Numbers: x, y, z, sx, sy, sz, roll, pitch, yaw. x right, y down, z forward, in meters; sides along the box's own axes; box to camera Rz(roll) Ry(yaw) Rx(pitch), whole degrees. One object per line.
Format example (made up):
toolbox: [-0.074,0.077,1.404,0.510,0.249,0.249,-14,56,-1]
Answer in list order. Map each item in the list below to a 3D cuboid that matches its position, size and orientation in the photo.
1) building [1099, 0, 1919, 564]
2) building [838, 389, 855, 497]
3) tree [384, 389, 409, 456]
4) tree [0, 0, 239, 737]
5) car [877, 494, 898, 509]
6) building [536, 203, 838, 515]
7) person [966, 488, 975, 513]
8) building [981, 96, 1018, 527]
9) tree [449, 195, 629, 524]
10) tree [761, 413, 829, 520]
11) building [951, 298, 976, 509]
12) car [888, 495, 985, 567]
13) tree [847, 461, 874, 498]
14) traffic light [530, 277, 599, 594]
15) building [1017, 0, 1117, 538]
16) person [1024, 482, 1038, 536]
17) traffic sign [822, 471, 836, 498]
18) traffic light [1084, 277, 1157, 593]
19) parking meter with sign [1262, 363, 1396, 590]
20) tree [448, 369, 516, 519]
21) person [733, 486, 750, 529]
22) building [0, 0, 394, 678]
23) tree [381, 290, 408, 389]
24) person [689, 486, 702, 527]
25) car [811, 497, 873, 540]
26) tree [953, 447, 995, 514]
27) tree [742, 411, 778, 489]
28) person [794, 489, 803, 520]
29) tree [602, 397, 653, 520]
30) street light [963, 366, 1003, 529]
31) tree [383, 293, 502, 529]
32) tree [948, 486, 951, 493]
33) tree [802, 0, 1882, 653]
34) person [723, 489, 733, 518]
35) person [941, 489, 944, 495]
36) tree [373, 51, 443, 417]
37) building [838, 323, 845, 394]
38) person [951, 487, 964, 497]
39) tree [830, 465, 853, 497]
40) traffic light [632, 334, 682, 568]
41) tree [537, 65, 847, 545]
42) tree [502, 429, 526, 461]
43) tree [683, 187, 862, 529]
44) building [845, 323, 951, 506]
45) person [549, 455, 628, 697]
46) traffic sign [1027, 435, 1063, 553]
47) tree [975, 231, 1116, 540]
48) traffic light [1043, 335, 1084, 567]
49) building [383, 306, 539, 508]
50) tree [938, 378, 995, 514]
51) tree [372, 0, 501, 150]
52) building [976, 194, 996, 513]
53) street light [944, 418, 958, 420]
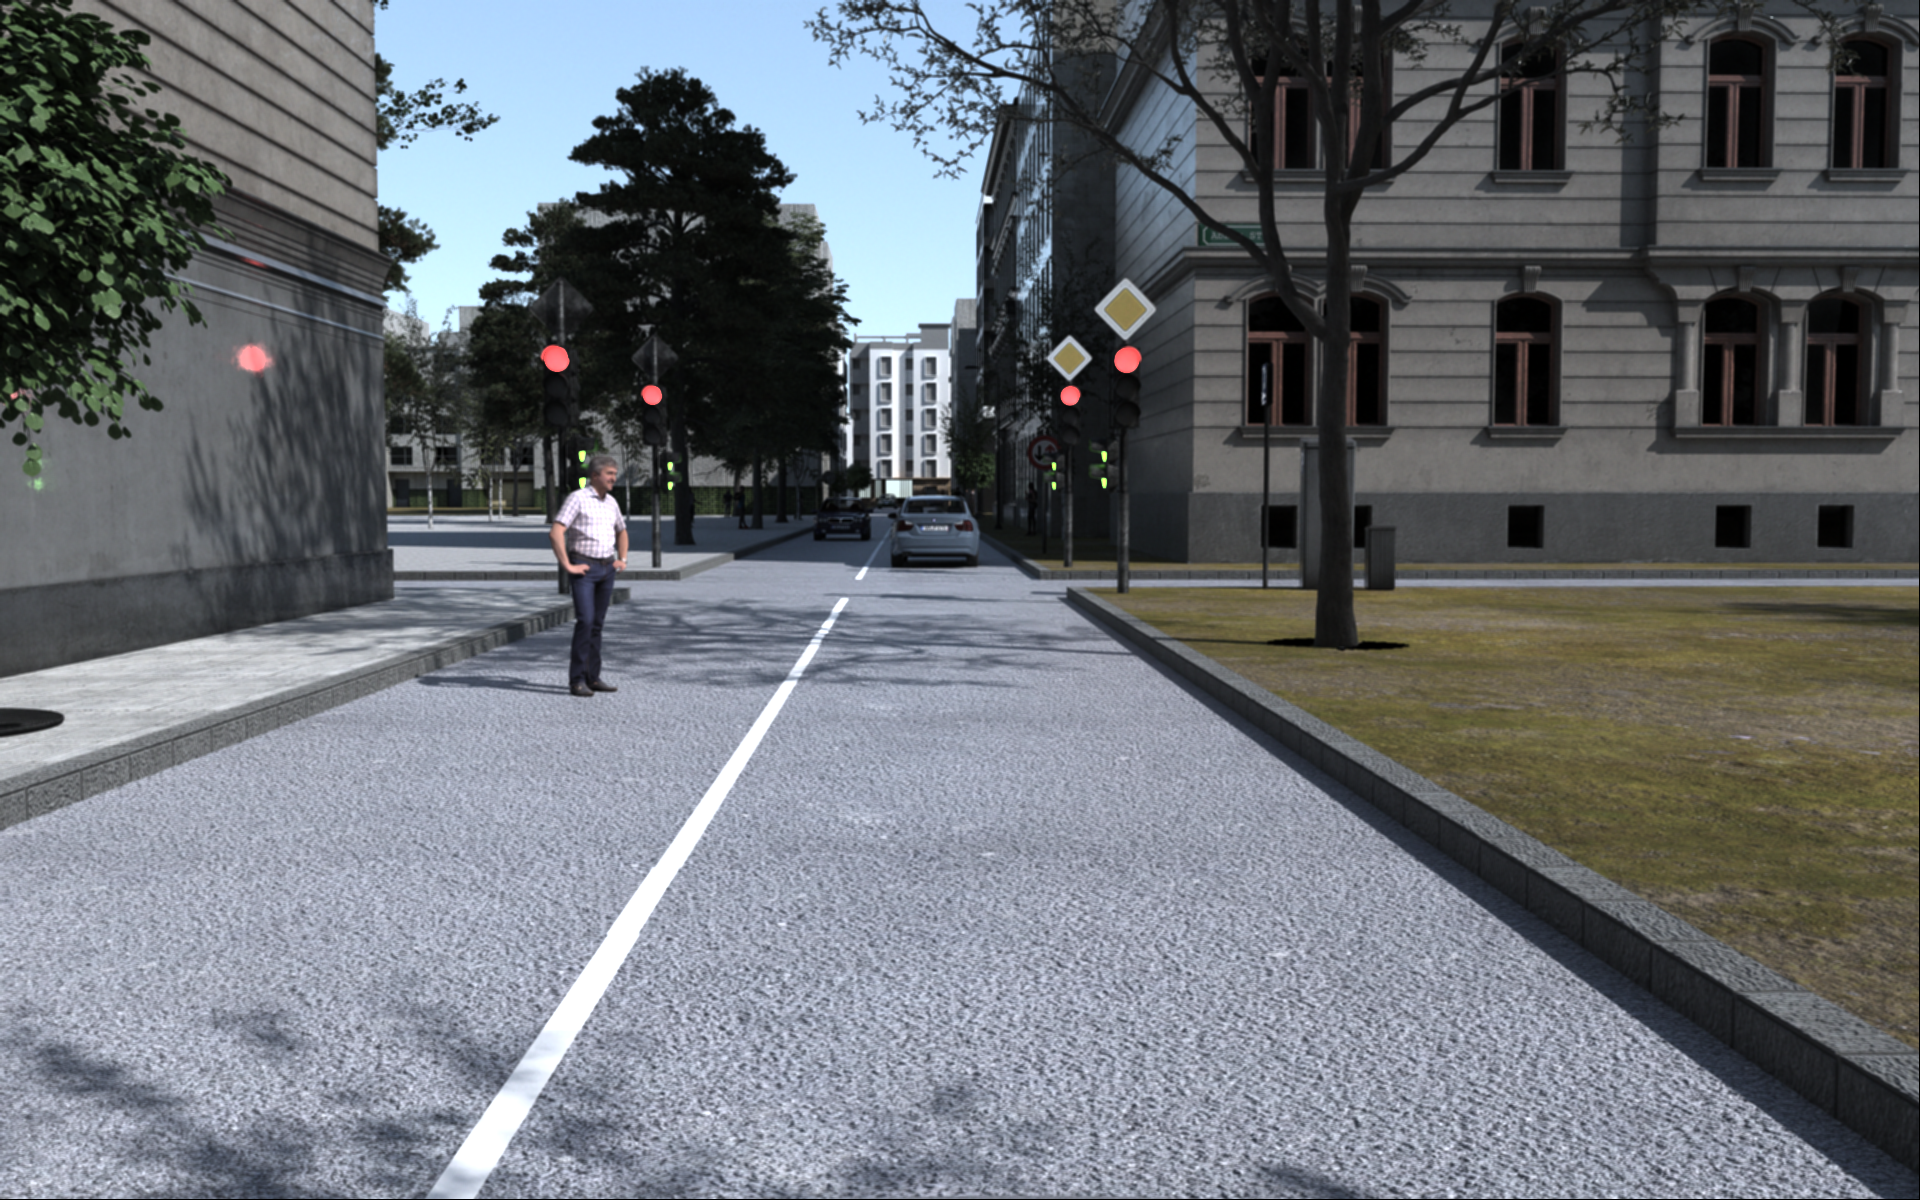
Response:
building: [15.153,-15.300,37.550,23.554,28.519,14.401,0,4,-2]
building: [-14.379,-12.847,152.194,9.099,9.664,28.070,0,4,-2]
tree: [-30.866,-9.241,85.508,7.601,10.594,8.767,0,3,0]
tree: [-5.648,-1.561,9.231,4.285,4.588,4.351,0,3,0]
car: [-7.035,-9.600,168.761,2.131,1.459,4.920,0,4,0]
building: [-17.618,-15.586,121.283,16.747,18.905,31.486,0,4,-2]
person: [0.767,-6.743,117.099,0.445,1.727,0.742,3,5,44]
building: [6.569,-12.979,76.833,10.561,19.102,19.286,0,4,-2]
tree: [-17.602,-10.186,73.965,7.806,13.903,7.818,0,3,0]
tree: [-8.000,-8.238,85.058,4.360,8.622,3.978,0,3,0]
building: [7.816,-18.279,165.311,16.747,18.905,31.486,0,4,-2]
car: [-0.494,-1.431,35.404,2.014,1.417,4.499,0,3,0]
tree: [-10.065,-11.379,169.762,4.285,4.588,4.351,0,3,0]
traffic light: [-5.064,-2.011,22.125,0.839,4.213,0.868,0,4,-2]
building: [7.626,-12.479,58.778,10.420,20.320,16.860,0,4,-2]
person: [2.129,-2.783,53.017,0.593,1.643,0.415,3,5,45]
traffic sign: [-7.089,-5.729,93.778,0.768,2.556,0.104,0,4,1]
traffic light: [2.094,-2.024,22.331,0.839,4.213,0.868,0,4,-2]
parking meter with sign: [4.939,-1.648,23.202,1.738,3.016,0.543,0,4,3]
tree: [-23.462,-8.388,87.509,4.737,8.622,4.395,0,3,0]
person: [-8.002,-3.402,63.533,0.662,1.594,0.647,0,4,5]
building: [-15.709,-10.181,15.616,18.267,20.994,9.793,0,4,-2]
tree: [-28.937,-10.224,73.813,9.857,13.997,8.962,0,3,0]
person: [-10.327,-3.563,66.264,0.435,1.587,0.963,2,4,30]
car: [-3.701,-2.576,54.701,1.945,1.354,3.894,0,4,-2]
tree: [0.981,-7.988,114.309,4.285,4.588,4.351,0,3,0]
tree: [-10.236,-8.546,90.088,4.737,8.622,4.395,0,3,0]
person: [-7.991,-4.742,85.790,0.471,1.553,0.569,0,4,-4]
tree: [-16.213,-8.249,85.234,4.360,8.622,3.978,0,3,0]
street light: [0.854,-5.517,62.742,1.470,5.913,1.316,0,4,-2]
tree: [-19.426,-6.896,63.118,4.360,8.622,3.978,0,3,0]
tree: [-0.634,-11.499,182.616,1.663,3.219,1.824,0,3,0]
tree: [3.012,-6.348,14.157,12.009,13.543,11.850,0,3,0]
person: [-12.669,-5.249,94.066,0.569,1.553,0.471,3,5,39]
person: [-1.574,-9.885,168.179,0.721,1.766,1.217,0,4,-4]
tree: [-13.748,-6.846,33.984,6.751,12.117,7.091,0,3,0]
building: [-18.755,-20.860,197.486,11.380,20.091,16.016,0,4,-2]
person: [-0.197,-8.392,142.890,1.348,1.869,0.705,-1,4,-12]
tree: [-7.837,-7.264,113.360,1.663,3.219,1.824,0,3,0]
traffic light: [-5.277,-2.499,30.107,0.839,4.213,0.868,0,4,-2]
tree: [-7.096,-7.431,43.548,6.751,12.117,7.091,0,3,0]
tree: [-22.143,-8.035,81.732,4.360,8.622,3.978,0,3,0]
tree: [-7.457,-8.904,63.704,7.486,12.596,7.792,0,3,0]
building: [-6.820,-20.896,198.073,11.380,20.091,16.016,0,4,-2]
person: [-2.610,-0.188,12.516,0.436,1.711,0.756,3,5,40]
traffic sign: [1.826,-2.278,37.344,0.768,2.556,0.104,0,4,4]
tree: [2.680,-5.950,47.648,4.360,8.622,3.978,0,3,0]
traffic light: [1.881,-2.512,30.314,0.839,4.213,0.868,0,4,-2]
building: [-54.499,-18.625,170.975,31.486,18.905,16.747,0,4,-2]
tree: [0.769,-9.703,109.013,4.737,8.622,4.395,0,3,0]
tree: [-20.672,-11.963,51.485,12.611,20.169,13.585,0,3,0]
building: [15.078,-17.702,133.403,27.936,21.610,32.646,0,4,-2]
street light: [-0.275,-8.111,105.163,1.470,5.913,1.316,0,4,-2]
